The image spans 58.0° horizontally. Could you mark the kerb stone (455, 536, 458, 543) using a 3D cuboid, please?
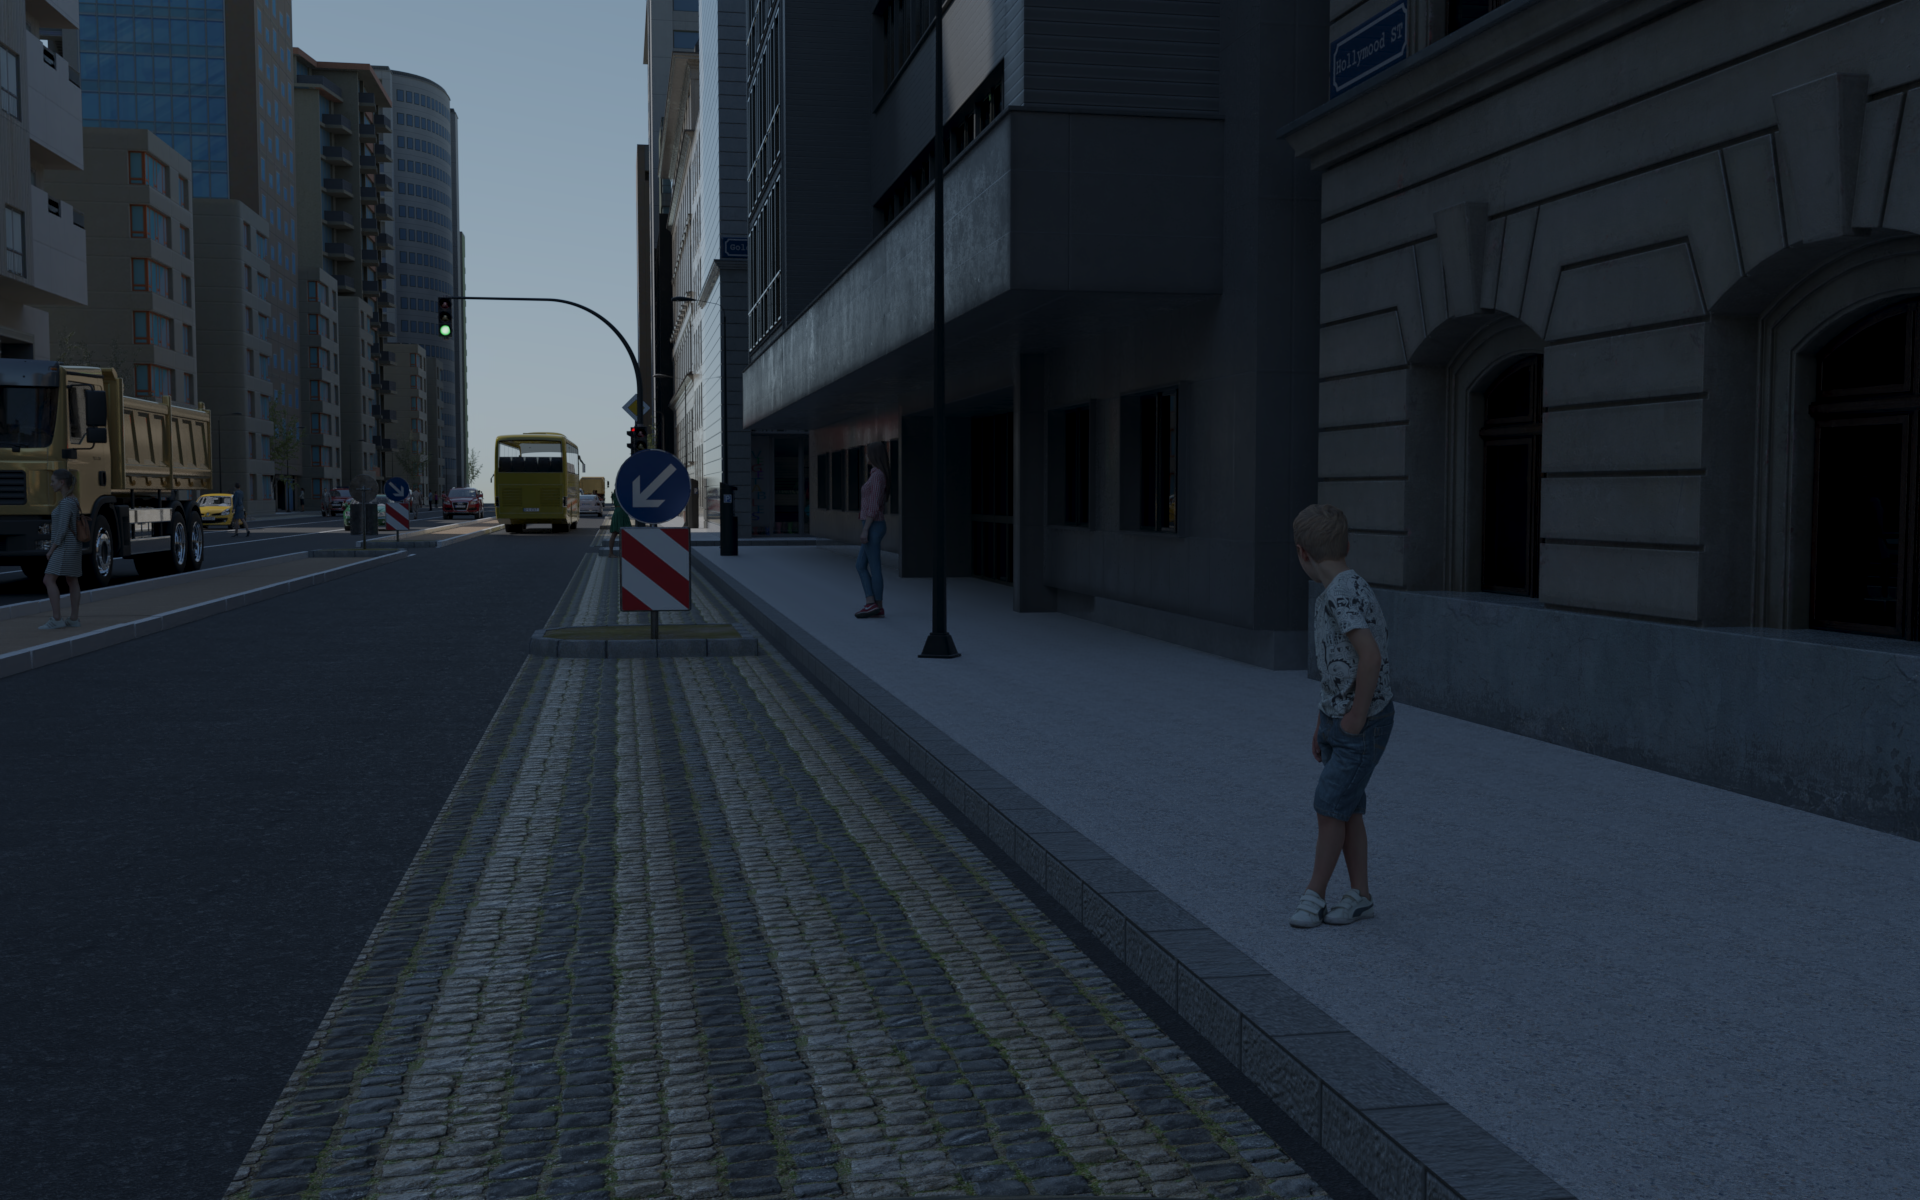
[{"bbox_3d":[-14.784,-1.725,50.408,0.120,0.150,1.000,-1,4,-11],"label":"kerb stone"}]

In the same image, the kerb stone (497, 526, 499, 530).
[{"bbox_3d":[-18.149,-2.771,67.496,0.120,0.150,1.000,-1,4,-11],"label":"kerb stone"}]

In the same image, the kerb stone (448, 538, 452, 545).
[{"bbox_3d":[-14.391,-1.597,48.401,0.120,0.150,1.000,-1,4,-11],"label":"kerb stone"}]

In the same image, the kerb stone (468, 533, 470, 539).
[{"bbox_3d":[-15.576,-1.971,54.421,0.120,0.150,1.000,-1,4,-11],"label":"kerb stone"}]

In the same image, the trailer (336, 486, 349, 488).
[{"bbox_3d":[-46.250,-7.534,130.221,1.471,1.999,3.904,-1,4,-11],"label":"trailer"}]

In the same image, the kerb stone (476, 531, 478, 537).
[{"bbox_3d":[-16.168,-2.155,57.439,0.120,0.150,1.000,-1,4,-11],"label":"kerb stone"}]

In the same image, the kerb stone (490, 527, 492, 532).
[{"bbox_3d":[-17.357,-2.524,63.478,0.120,0.150,1.000,-1,4,-11],"label":"kerb stone"}]

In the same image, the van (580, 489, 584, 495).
[{"bbox_3d":[-29.436,-7.650,132.094,2.013,2.044,4.112,-1,4,-13],"label":"van"}]

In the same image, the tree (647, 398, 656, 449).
[{"bbox_3d":[-21.085,-10.735,125.875,4.737,8.622,4.395,0,3,0],"label":"tree"}]

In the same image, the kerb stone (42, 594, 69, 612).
[{"bbox_3d":[-11.184,0.065,21.252,0.120,0.150,1.000,-1,4,-11],"label":"kerb stone"}]

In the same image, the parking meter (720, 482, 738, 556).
[{"bbox_3d":[-4.804,-1.688,36.004,0.372,1.533,0.369,0,3,0],"label":"parking meter"}]

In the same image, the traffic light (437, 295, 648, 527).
[{"bbox_3d":[-9.565,-4.006,40.161,4.771,5.953,1.251,-1,4,-11],"label":"traffic light"}]

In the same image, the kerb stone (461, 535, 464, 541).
[{"bbox_3d":[-15.185,-1.848,52.412,0.120,0.150,1.000,-1,4,-11],"label":"kerb stone"}]

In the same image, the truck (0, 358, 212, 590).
[{"bbox_3d":[-14.449,-1.947,27.762,3.469,3.379,9.791,-1,4,-11],"label":"truck"}]

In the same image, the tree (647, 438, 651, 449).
[{"bbox_3d":[-36.549,-15.538,204.410,4.360,8.622,3.978,0,3,0],"label":"tree"}]

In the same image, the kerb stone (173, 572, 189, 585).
[{"bbox_3d":[-12.382,-0.313,27.316,0.120,0.150,1.000,-1,4,-11],"label":"kerb stone"}]

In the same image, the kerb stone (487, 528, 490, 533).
[{"bbox_3d":[-17.158,-2.462,62.476,0.120,0.150,1.000,-1,4,-11],"label":"kerb stone"}]

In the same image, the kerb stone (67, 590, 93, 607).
[{"bbox_3d":[-11.388,-0.004,22.253,0.120,0.150,1.000,-1,4,-11],"label":"kerb stone"}]

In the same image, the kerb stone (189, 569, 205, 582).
[{"bbox_3d":[-12.579,-0.375,28.324,0.120,0.150,1.000,-1,4,-11],"label":"kerb stone"}]

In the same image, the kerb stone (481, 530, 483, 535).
[{"bbox_3d":[-16.564,-2.275,59.447,0.120,0.150,1.000,-1,4,-11],"label":"kerb stone"}]

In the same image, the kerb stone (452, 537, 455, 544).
[{"bbox_3d":[-14.595,-1.661,49.403,0.120,0.150,1.000,-1,4,-11],"label":"kerb stone"}]

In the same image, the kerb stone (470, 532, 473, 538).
[{"bbox_3d":[-15.771,-2.033,55.434,0.120,0.150,1.000,-1,4,-11],"label":"kerb stone"}]

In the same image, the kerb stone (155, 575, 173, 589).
[{"bbox_3d":[-12.186,-0.251,26.307,0.120,0.150,1.000,-1,4,-11],"label":"kerb stone"}]

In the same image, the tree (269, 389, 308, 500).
[{"bbox_3d":[-45.199,-10.000,113.854,4.737,8.622,4.395,0,3,0],"label":"tree"}]

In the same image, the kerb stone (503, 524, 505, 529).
[{"bbox_3d":[-18.739,-2.955,70.513,0.120,0.150,1.000,-1,4,-11],"label":"kerb stone"}]

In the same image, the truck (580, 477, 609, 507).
[{"bbox_3d":[-40.330,-11.888,190.285,3.469,3.379,9.791,-1,4,-11],"label":"truck"}]

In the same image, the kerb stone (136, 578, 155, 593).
[{"bbox_3d":[-11.990,-0.190,25.297,0.120,0.150,1.000,-1,4,-11],"label":"kerb stone"}]

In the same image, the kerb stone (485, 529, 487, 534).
[{"bbox_3d":[-16.966,-2.399,61.464,0.120,0.150,1.000,-1,4,-11],"label":"kerb stone"}]

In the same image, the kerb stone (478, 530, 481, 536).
[{"bbox_3d":[-16.364,-2.217,58.442,0.120,0.150,1.000,-1,4,-11],"label":"kerb stone"}]

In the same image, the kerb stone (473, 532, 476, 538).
[{"bbox_3d":[-15.974,-2.091,56.436,0.120,0.150,1.000,-1,4,-11],"label":"kerb stone"}]

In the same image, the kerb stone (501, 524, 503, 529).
[{"bbox_3d":[-18.544,-2.894,69.510,0.120,0.150,1.000,-1,4,-11],"label":"kerb stone"}]

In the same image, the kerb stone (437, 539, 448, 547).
[{"bbox_3d":[-14.199,-1.541,47.395,0.120,0.150,1.000,-1,4,-11],"label":"kerb stone"}]

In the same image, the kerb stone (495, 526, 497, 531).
[{"bbox_3d":[-17.951,-2.709,66.493,0.120,0.150,1.000,-1,4,-11],"label":"kerb stone"}]

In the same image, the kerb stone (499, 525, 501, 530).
[{"bbox_3d":[-18.350,-2.830,68.507,0.120,0.150,1.000,-1,4,-11],"label":"kerb stone"}]

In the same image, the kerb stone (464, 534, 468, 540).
[{"bbox_3d":[-15.372,-1.910,53.419,0.120,0.150,1.000,-1,4,-11],"label":"kerb stone"}]

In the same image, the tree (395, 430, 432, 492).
[{"bbox_3d":[-61.411,-14.879,193.631,4.360,8.622,3.978,0,3,0],"label":"tree"}]

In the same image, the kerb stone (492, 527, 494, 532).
[{"bbox_3d":[-17.552,-2.580,64.486,0.120,0.150,1.000,-1,4,-11],"label":"kerb stone"}]

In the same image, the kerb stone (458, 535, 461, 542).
[{"bbox_3d":[-14.982,-1.787,51.410,0.120,0.150,1.000,-1,4,-11],"label":"kerb stone"}]

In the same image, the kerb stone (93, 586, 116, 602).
[{"bbox_3d":[-11.578,-0.066,23.270,0.120,0.150,1.000,-1,4,-11],"label":"kerb stone"}]

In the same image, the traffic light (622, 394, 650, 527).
[{"bbox_3d":[-9.071,-3.646,48.538,0.839,4.253,0.868,-1,4,-11],"label":"traffic light"}]

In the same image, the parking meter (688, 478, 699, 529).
[{"bbox_3d":[-9.929,-3.597,64.527,0.255,1.863,0.399,2,4,29],"label":"parking meter"}]

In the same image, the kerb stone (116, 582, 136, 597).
[{"bbox_3d":[-11.784,-0.125,24.279,0.120,0.150,1.000,-1,4,-11],"label":"kerb stone"}]

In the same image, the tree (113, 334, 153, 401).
[{"bbox_3d":[-39.397,-7.921,79.873,4.360,8.622,3.978,0,3,0],"label":"tree"}]

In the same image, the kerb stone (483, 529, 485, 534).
[{"bbox_3d":[-16.768,-2.340,60.449,0.120,0.150,1.000,-1,4,-11],"label":"kerb stone"}]

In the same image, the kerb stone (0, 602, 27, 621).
[{"bbox_3d":[-10.989,0.119,20.244,0.120,0.150,1.000,-1,4,-11],"label":"kerb stone"}]

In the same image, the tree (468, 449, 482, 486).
[{"bbox_3d":[-77.220,-19.723,272.828,4.737,8.622,4.395,0,3,0],"label":"tree"}]
